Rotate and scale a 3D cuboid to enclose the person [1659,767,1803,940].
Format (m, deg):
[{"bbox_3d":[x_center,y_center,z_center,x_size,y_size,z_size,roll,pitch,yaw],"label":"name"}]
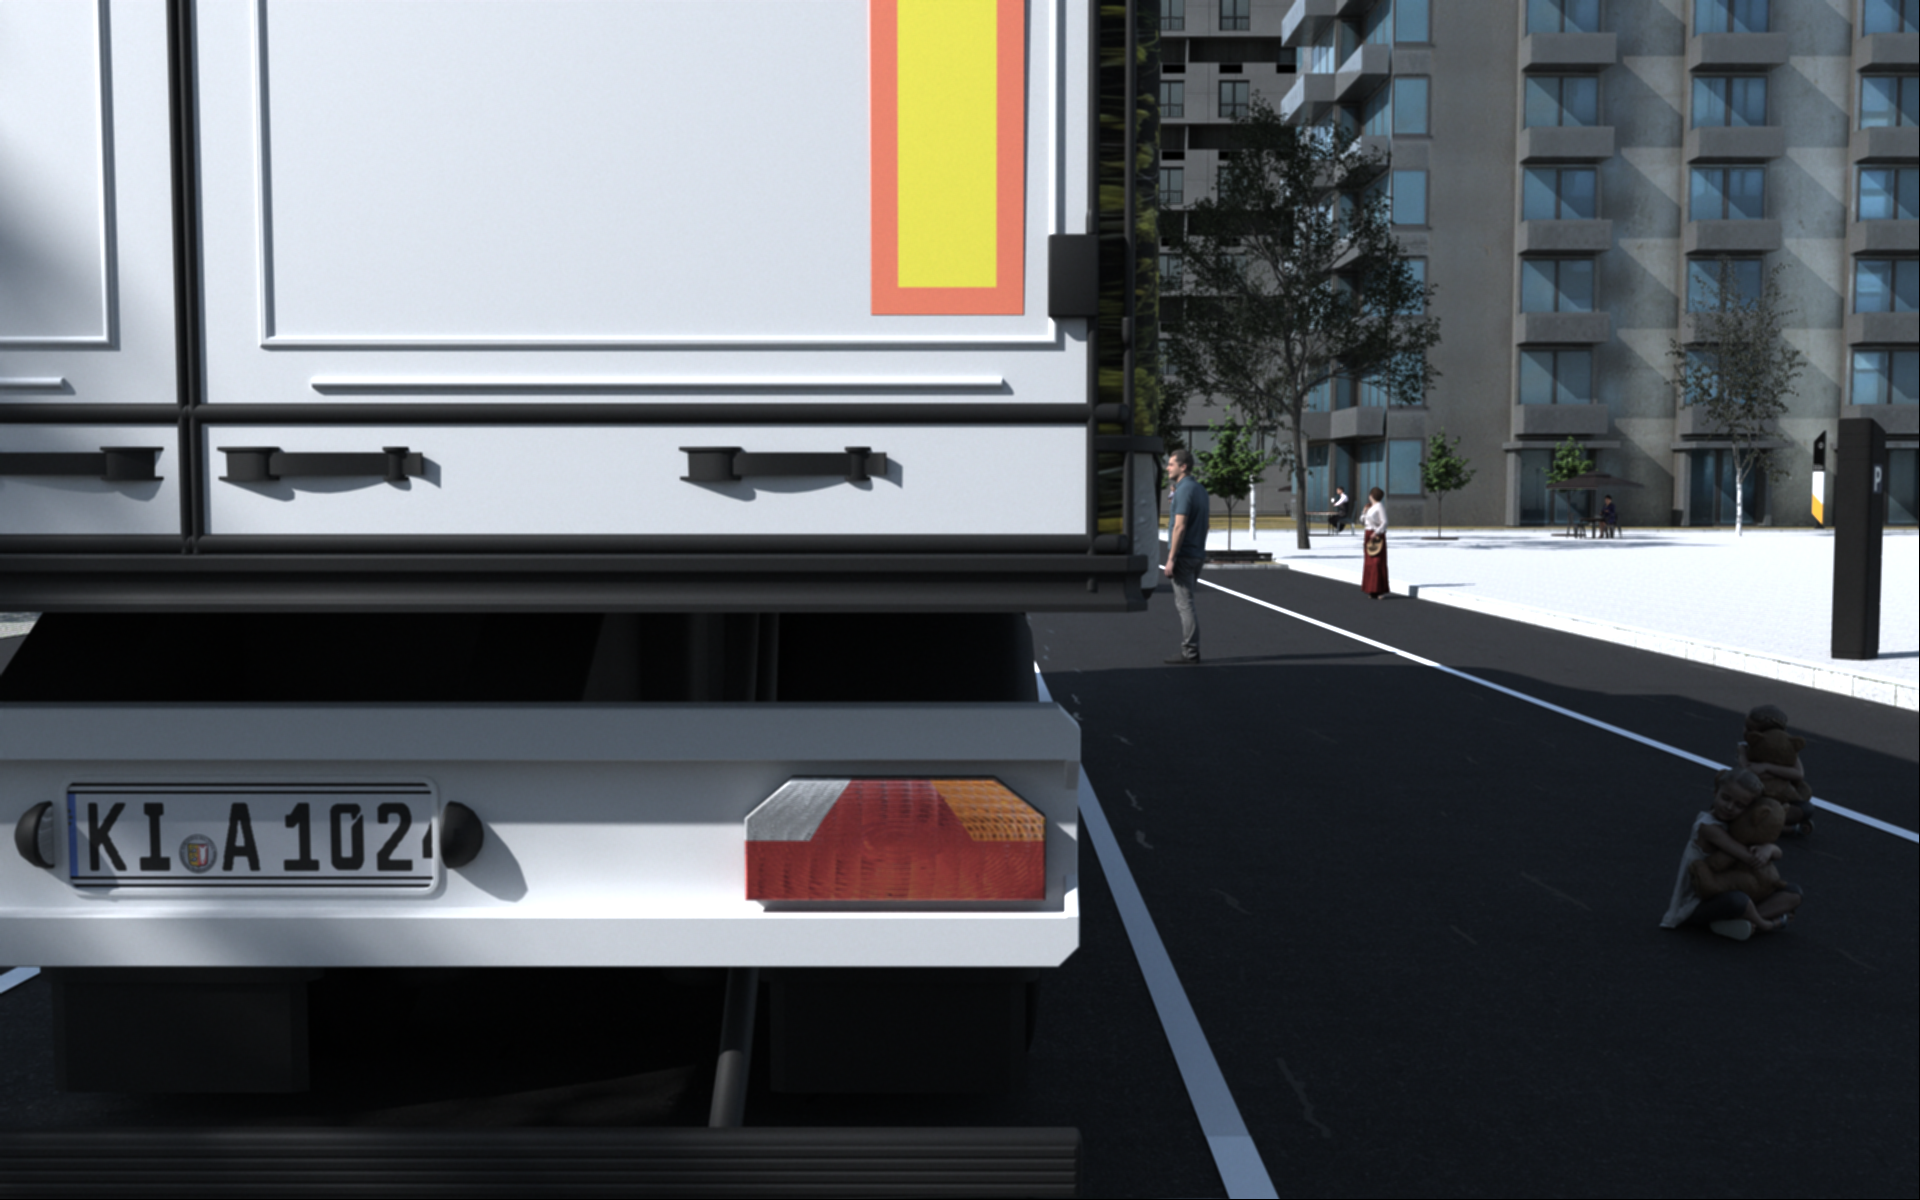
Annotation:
[{"bbox_3d":[2.515,0.815,5.646,0.381,0.543,0.357,-3,4,-38],"label":"person"}]

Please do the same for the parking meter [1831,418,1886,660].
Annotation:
[{"bbox_3d":[7.009,-0.477,13.509,0.255,1.863,0.399,3,5,44],"label":"parking meter"}]

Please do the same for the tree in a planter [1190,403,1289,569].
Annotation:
[{"bbox_3d":[5.324,-2.256,34.103,1.991,3.239,1.994,0,3,0],"label":"tree in a planter"}]

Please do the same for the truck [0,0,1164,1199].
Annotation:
[{"bbox_3d":[-0.954,-1.149,7.700,2.839,4.237,11.283,0,3,0],"label":"truck"}]

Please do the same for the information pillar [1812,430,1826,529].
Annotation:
[{"bbox_3d":[31.655,-4.431,63.805,0.183,3.616,0.504,-1,4,-20],"label":"information pillar"}]

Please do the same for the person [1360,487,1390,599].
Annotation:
[{"bbox_3d":[5.710,-0.784,23.781,0.387,1.526,0.523,-1,4,-11],"label":"person"}]

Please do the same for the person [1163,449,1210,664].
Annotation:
[{"bbox_3d":[1.893,-0.371,14.697,0.434,1.807,0.598,3,4,38],"label":"person"}]

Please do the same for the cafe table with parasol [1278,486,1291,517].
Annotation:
[{"bbox_3d":[18.757,-5.536,95.385,2.610,1.966,2.610,0,4,0],"label":"cafe table with parasol"}]

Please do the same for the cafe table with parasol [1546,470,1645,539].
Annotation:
[{"bbox_3d":[18.221,-2.744,49.734,2.610,1.966,2.610,2,4,28],"label":"cafe table with parasol"}]

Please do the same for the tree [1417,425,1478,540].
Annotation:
[{"bbox_3d":[13.484,-3.309,48.697,1.663,3.219,1.824,0,3,0],"label":"tree"}]

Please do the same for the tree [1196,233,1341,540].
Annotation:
[{"bbox_3d":[8.227,-5.964,47.879,4.360,8.622,3.978,0,3,0],"label":"tree"}]

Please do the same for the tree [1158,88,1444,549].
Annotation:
[{"bbox_3d":[7.711,-6.471,40.209,7.601,10.594,8.767,2,4,23],"label":"tree"}]

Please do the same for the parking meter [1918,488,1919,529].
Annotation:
[{"bbox_3d":[35.514,-3.546,63.694,0.399,1.863,0.255,3,5,45],"label":"parking meter"}]

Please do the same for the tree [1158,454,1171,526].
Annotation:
[{"bbox_3d":[7.669,-4.612,70.005,1.663,3.219,1.824,0,3,0],"label":"tree"}]

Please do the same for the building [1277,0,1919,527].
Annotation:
[{"bbox_3d":[29.417,-27.905,75.861,30.456,49.044,23.786,0,3,0],"label":"building"}]

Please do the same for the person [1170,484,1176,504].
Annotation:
[{"bbox_3d":[9.298,-4.180,75.325,0.756,1.711,0.436,-3,4,-37],"label":"person"}]

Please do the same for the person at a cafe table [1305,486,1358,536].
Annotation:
[{"bbox_3d":[11.388,-2.742,53.339,1.622,1.524,1.698,0,4,6],"label":"person at a cafe table"}]

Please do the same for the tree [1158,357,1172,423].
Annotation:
[{"bbox_3d":[7.712,-7.878,79.162,4.737,8.622,4.395,0,3,0],"label":"tree"}]

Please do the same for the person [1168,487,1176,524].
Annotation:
[{"bbox_3d":[9.113,-4.032,74.031,0.516,1.574,0.319,-2,4,-34],"label":"person"}]

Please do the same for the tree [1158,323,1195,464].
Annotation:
[{"bbox_3d":[8.595,-11.032,97.377,9.611,12.733,9.660,0,3,0],"label":"tree"}]

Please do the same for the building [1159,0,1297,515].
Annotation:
[{"bbox_3d":[23.115,-32.465,120.040,28.713,52.752,27.495,0,3,0],"label":"building"}]

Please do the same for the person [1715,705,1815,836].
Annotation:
[{"bbox_3d":[3.404,0.712,7.334,0.381,0.543,0.357,1,4,20],"label":"person"}]

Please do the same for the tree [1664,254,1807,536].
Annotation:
[{"bbox_3d":[23.585,-6.239,52.368,4.360,8.622,3.978,0,3,0],"label":"tree"}]

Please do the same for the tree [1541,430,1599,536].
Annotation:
[{"bbox_3d":[18.523,-3.570,52.963,1.663,3.219,1.824,0,3,0],"label":"tree"}]
